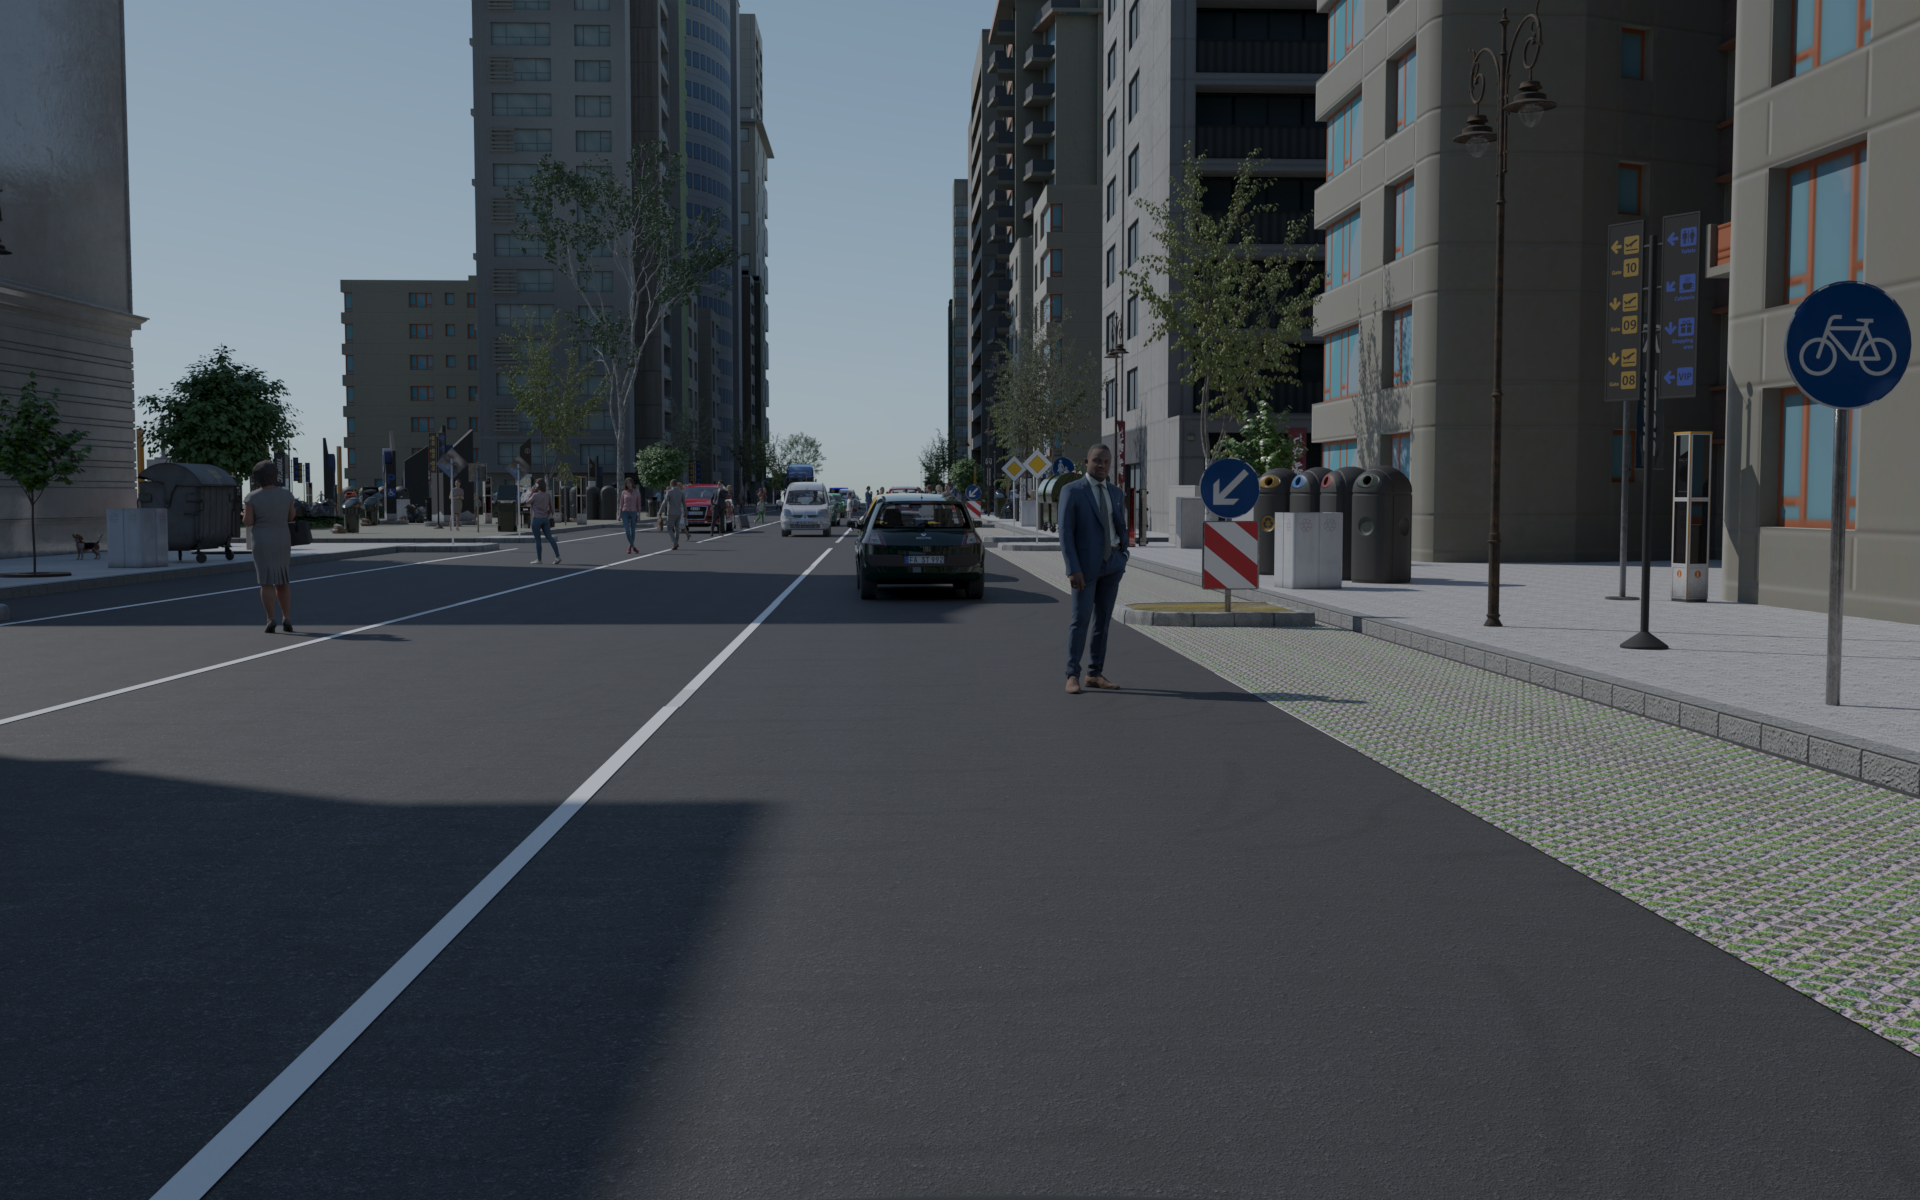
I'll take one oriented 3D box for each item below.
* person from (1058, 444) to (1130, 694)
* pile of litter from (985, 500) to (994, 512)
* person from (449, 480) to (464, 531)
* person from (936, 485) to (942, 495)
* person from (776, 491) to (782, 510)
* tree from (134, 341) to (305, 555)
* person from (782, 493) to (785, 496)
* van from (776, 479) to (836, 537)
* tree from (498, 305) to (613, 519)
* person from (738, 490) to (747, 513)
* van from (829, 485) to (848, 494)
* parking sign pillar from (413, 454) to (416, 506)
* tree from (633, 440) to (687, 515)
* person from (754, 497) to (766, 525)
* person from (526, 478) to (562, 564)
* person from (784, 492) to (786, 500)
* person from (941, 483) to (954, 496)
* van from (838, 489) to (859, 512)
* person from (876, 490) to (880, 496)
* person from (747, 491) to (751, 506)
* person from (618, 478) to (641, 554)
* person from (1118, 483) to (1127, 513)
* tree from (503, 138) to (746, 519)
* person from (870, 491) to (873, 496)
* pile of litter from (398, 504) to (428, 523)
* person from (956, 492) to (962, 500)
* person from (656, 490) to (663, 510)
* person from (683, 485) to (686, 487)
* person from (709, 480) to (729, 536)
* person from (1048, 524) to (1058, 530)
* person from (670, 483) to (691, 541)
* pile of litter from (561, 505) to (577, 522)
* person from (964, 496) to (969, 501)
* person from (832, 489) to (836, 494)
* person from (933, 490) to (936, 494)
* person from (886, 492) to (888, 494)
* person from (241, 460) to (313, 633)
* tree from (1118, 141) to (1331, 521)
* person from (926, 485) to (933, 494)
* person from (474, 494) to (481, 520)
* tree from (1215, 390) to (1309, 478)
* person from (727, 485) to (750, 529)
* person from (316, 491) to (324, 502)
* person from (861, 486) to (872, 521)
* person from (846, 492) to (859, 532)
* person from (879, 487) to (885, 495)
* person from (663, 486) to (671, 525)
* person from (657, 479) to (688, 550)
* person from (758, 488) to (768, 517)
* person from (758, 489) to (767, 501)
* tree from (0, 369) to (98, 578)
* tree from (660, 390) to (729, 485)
[{"bbox_3d":[0.967,-0.247,12.715,0.721,1.800,0.419,-3,5,-39],"label":"person"},{"bbox_3d":[2.202,-6.667,122.962,1.719,0.858,1.176,0,4,-2],"label":"pile of litter"},{"bbox_3d":[-17.563,-3.305,60.421,0.599,1.781,0.374,-3,4,-36],"label":"person"},{"bbox_3d":[-0.907,-3.719,69.496,0.526,1.800,0.537,-1,4,-9],"label":"person"},{"bbox_3d":[-16.257,-8.955,155.828,0.530,1.710,0.541,-3,4,-37],"label":"person"},{"bbox_3d":[-15.753,-3.278,37.303,4.285,4.588,4.351,0,3,0],"label":"tree"},{"bbox_3d":[-25.773,-15.270,255.334,1.348,1.869,0.705,2,4,28],"label":"person"},{"bbox_3d":[-5.270,-3.212,59.524,2.013,2.044,4.112,0,4,-3],"label":"van"},{"bbox_3d":[-16.070,-7.203,68.126,4.737,8.622,4.395,0,3,0],"label":"tree"},{"bbox_3d":[-16.149,-7.310,128.564,0.990,1.755,0.434,3,5,43],"label":"person"},{"bbox_3d":[-10.532,-8.938,150.528,2.240,2.365,5.245,0,4,-4],"label":"van"},{"bbox_3d":[-30.161,-6.580,96.054,1.447,3.967,1.447,-2,4,-25],"label":"parking sign pillar"},{"bbox_3d":[-18.145,-7.399,104.694,4.285,4.588,4.351,0,3,0],"label":"tree"},{"bbox_3d":[-9.266,-4.130,80.272,0.590,1.304,0.306,2,4,23],"label":"person"},{"bbox_3d":[-8.476,-1.608,35.379,0.643,1.750,0.593,3,4,36],"label":"person"},{"bbox_3d":[-23.770,-14.119,236.749,0.599,1.838,0.709,3,4,38],"label":"person"},{"bbox_3d":[-0.435,-2.724,53.380,0.599,1.781,0.374,-1,4,-10],"label":"person"},{"bbox_3d":[-9.332,-8.302,142.746,2.013,2.044,4.112,0,4,-2],"label":"van"},{"bbox_3d":[-7.179,-8.691,150.612,0.705,1.822,1.348,0,4,4],"label":"person"},{"bbox_3d":[-21.399,-10.287,175.706,0.415,1.643,0.593,2,4,30],"label":"person"},{"bbox_3d":[-7.951,-2.026,41.642,0.555,1.821,0.388,-1,4,-15],"label":"person"},{"bbox_3d":[5.539,-3.303,60.147,0.778,1.811,0.616,0,4,-4],"label":"person"},{"bbox_3d":[-16.363,-14.342,90.373,12.611,20.169,13.585,0,3,0],"label":"tree"},{"bbox_3d":[-9.044,-10.114,174.654,0.721,1.735,1.217,1,4,10],"label":"person"},{"bbox_3d":[-24.316,-3.826,76.523,1.719,0.858,1.176,0,4,-7],"label":"pile of litter"},{"bbox_3d":[-0.060,-9.174,156.706,0.551,1.740,0.621,-2,4,-29],"label":"person"},{"bbox_3d":[-21.908,-7.218,125.872,0.589,1.601,0.330,-2,4,-25],"label":"person"},{"bbox_3d":[-10.878,-3.641,68.259,0.478,1.798,0.641,-1,4,-14],"label":"person"},{"bbox_3d":[-8.175,-3.112,58.749,0.648,1.900,0.474,0,4,-5],"label":"person"},{"bbox_3d":[3.421,-3.458,62.853,0.678,1.792,0.850,-3,5,-43],"label":"person"},{"bbox_3d":[-8.495,-2.683,52.716,0.624,1.780,0.694,0,4,-2],"label":"person"},{"bbox_3d":[-18.068,-3.982,79.063,1.176,0.858,1.719,-1,4,-17],"label":"pile of litter"},{"bbox_3d":[1.011,-12.828,219.041,1.065,1.426,0.557,1,4,15],"label":"person"},{"bbox_3d":[-9.120,-6.952,122.385,0.699,1.804,1.509,-2,4,-29],"label":"person"},{"bbox_3d":[-3.146,-13.092,220.174,1.350,1.814,0.705,1,4,20],"label":"person"},{"bbox_3d":[-9.679,-13.461,229.252,0.621,1.740,0.551,0,4,-5],"label":"person"},{"bbox_3d":[-7.091,-0.558,17.975,0.716,1.782,0.532,-3,4,-39],"label":"person"},{"bbox_3d":[5.560,-5.292,36.893,4.737,8.622,4.395,0,3,0],"label":"tree"},{"bbox_3d":[-1.162,-3.142,60.447,0.524,1.755,0.480,-1,4,-20],"label":"person"},{"bbox_3d":[-20.801,-3.923,74.450,0.475,1.303,0.640,-3,4,-39],"label":"person"},{"bbox_3d":[5.584,-2.322,32.565,1.663,3.219,1.824,0,3,0],"label":"tree"},{"bbox_3d":[-9.309,-3.829,71.328,0.699,1.804,1.509,-3,4,-36],"label":"person"},{"bbox_3d":[-75.373,-11.974,204.278,1.348,1.824,0.705,1,4,21],"label":"person"},{"bbox_3d":[-4.434,-4.541,82.769,0.654,1.822,0.581,0,4,-2],"label":"person"},{"bbox_3d":[-4.143,-3.349,65.859,0.503,1.515,0.523,2,4,30],"label":"person"},{"bbox_3d":[-2.846,-3.290,63.291,0.512,1.701,0.522,-2,4,-33],"label":"person"},{"bbox_3d":[-13.227,-4.259,78.535,0.661,1.777,0.834,3,5,42],"label":"person"},{"bbox_3d":[-7.394,-2.203,44.643,0.709,1.813,0.853,-3,5,-41],"label":"person"},{"bbox_3d":[-12.555,-6.243,110.548,0.580,1.828,0.573,-3,5,-44],"label":"person"},{"bbox_3d":[-14.565,-7.265,127.270,0.794,1.824,0.713,0,4,1],"label":"person"},{"bbox_3d":[-14.302,-1.979,26.957,1.663,3.219,1.824,0,3,0],"label":"tree"},{"bbox_3d":[-19.540,-10.606,123.769,4.360,8.622,3.978,0,3,0],"label":"tree"}]
